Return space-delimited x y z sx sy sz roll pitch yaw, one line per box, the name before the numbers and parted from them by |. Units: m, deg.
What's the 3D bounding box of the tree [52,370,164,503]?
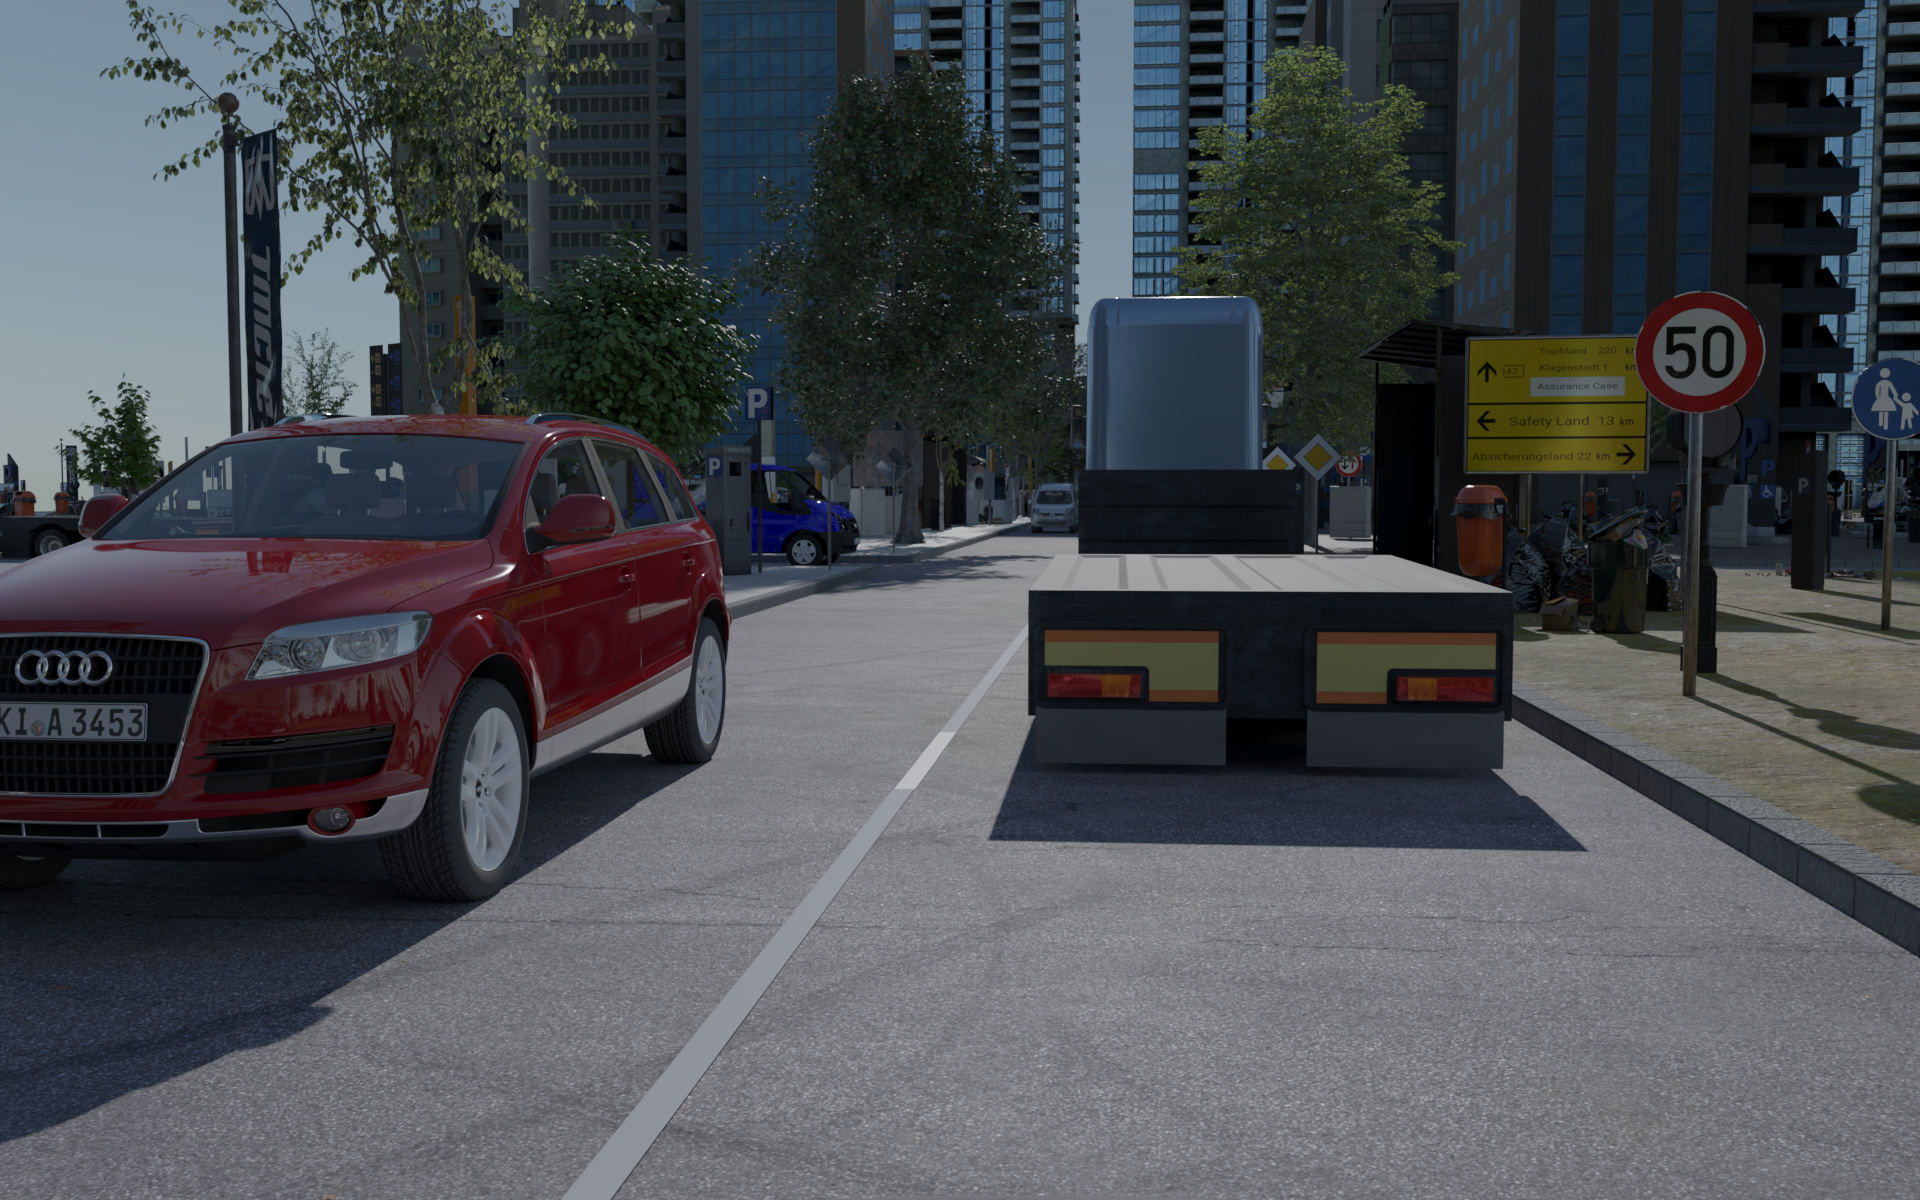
tree | -13.005 -1.993 27.193 1.663 3.219 1.824 0 3 0

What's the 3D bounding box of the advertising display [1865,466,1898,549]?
advertising display | 21.537 -2.159 40.512 0.123 1.923 0.974 0 4 -7

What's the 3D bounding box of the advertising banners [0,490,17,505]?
advertising banners | -41.680 -4.844 75.388 2.074 3.025 0.090 1 4 11

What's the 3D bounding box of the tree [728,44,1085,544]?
tree | -1.315 -7.814 44.769 9.611 12.733 9.660 0 3 0

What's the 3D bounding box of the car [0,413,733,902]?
car | -2.478 0.050 7.857 2.281 1.827 5.304 0 4 6

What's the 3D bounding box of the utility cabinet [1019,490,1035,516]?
utility cabinet | 3.905 -5.707 101.989 1.173 1.500 0.318 -3 5 -43

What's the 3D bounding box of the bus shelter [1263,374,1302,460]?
bus shelter | 9.471 -4.759 55.440 2.179 5.291 8.768 0 4 6

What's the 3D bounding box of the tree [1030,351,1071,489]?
tree | 2.519 -8.072 82.331 4.737 8.622 4.395 0 3 0

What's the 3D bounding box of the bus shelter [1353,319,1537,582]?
bus shelter | 7.191 -2.137 26.231 1.731 3.624 6.357 0 4 6

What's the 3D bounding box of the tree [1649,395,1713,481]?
tree | 27.615 -7.087 66.235 4.737 8.622 4.395 0 3 0

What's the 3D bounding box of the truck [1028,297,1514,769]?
truck | 2.405 -1.724 17.954 2.967 4.110 18.799 0 4 5

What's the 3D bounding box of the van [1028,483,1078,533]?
van | 3.573 -3.526 64.655 2.013 2.044 4.112 0 4 7

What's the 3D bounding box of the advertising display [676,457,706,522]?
advertising display | -4.587 -1.507 29.857 0.974 1.923 0.123 1 4 10

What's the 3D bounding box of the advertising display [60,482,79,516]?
advertising display | -48.289 -5.426 93.928 0.974 1.923 0.123 0 4 7

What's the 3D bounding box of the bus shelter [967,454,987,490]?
bus shelter | 0.454 -5.833 89.297 2.014 3.302 5.546 0 4 6

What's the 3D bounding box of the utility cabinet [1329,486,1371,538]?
utility cabinet | 11.250 -2.521 49.894 1.173 1.500 0.318 3 5 42

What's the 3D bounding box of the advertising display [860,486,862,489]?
advertising display | -5.066 -5.288 91.680 0.123 1.923 0.974 -1 4 -22

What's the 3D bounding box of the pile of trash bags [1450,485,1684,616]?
pile of trash bags | 6.344 -0.543 18.633 3.447 1.369 1.912 -3 5 -44

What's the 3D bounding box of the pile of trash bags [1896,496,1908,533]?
pile of trash bags | 29.966 -2.719 54.215 1.912 1.369 3.447 -1 4 -10

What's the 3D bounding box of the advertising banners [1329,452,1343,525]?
advertising banners | 15.439 -4.570 70.907 0.090 3.025 2.074 2 4 27

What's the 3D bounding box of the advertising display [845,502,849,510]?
advertising display | -6.712 -5.994 103.220 0.123 1.923 0.974 -1 4 -10

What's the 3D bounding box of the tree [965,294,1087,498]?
tree | 4.764 -11.918 105.230 12.009 13.543 11.850 0 3 0

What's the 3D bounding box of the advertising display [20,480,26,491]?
advertising display | -42.647 -4.505 78.870 0.123 1.923 0.974 -2 4 -34

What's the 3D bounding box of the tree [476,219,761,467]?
tree | -4.080 -2.271 20.846 4.285 4.588 4.351 0 3 0

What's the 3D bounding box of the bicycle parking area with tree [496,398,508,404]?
bicycle parking area with tree | -11.143 -3.927 51.214 8.231 4.147 9.016 1 4 20

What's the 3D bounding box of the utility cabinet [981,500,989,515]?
utility cabinet | 1.129 -4.406 83.195 1.020 1.237 0.306 0 4 6

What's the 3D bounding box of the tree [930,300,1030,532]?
tree | -0.376 -6.609 58.419 4.737 8.622 4.395 0 3 0

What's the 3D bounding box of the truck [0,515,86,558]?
truck | -23.987 -2.790 35.368 18.799 4.110 2.967 0 4 5

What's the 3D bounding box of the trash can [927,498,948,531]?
trash can | -0.778 -3.015 60.945 0.748 1.137 0.748 0 3 0

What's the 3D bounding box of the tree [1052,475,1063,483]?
tree | 8.733 -9.698 153.171 1.663 3.219 1.824 0 3 0

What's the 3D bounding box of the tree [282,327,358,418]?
tree | -28.526 -7.673 75.812 4.737 8.622 4.395 0 3 0

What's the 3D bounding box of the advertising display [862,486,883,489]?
advertising display | -4.400 -5.064 88.013 0.974 1.923 0.123 1 4 22

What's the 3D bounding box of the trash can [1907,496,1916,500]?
trash can | 58.595 -5.812 106.676 0.748 1.137 0.748 0 3 0

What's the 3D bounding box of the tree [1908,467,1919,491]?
tree | 36.185 -4.270 64.408 1.663 3.219 1.824 0 3 0

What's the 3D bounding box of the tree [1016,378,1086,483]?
tree | 7.406 -12.207 134.002 8.767 10.594 7.601 3 5 44

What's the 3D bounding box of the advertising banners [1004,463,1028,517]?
advertising banners | 3.180 -6.233 98.099 0.090 3.025 2.074 -3 5 -41

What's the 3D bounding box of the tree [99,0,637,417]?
tree | -4.566 -3.921 14.474 4.360 8.622 3.978 0 3 0

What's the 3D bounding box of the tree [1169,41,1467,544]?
tree | 8.994 -7.735 44.587 7.486 12.596 7.792 0 3 0

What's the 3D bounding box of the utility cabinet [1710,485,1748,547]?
utility cabinet | 18.150 -2.001 41.396 1.173 1.500 0.318 3 5 41

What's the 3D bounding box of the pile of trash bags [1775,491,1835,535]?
pile of trash bags | 26.287 -2.776 55.144 3.447 1.369 1.912 -1 4 -11

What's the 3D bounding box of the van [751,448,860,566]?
van | -4.572 -1.799 33.791 5.245 2.365 2.240 0 4 7

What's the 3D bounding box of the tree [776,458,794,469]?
tree | -9.580 -6.046 93.457 1.663 3.219 1.824 0 3 0

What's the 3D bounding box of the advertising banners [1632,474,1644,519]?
advertising banners | 24.190 -4.016 61.843 0.090 3.025 2.074 1 4 11

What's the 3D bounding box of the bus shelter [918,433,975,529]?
bus shelter | -0.510 -4.607 66.610 1.731 3.624 6.357 0 4 5

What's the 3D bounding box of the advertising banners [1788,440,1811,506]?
advertising banners | 27.739 -3.733 57.219 0.090 3.025 2.074 1 4 9

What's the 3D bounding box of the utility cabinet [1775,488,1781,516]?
utility cabinet | 27.240 -3.070 58.865 1.173 1.500 0.318 0 4 0

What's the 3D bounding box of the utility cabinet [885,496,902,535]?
utility cabinet | -2.111 -2.685 55.063 1.020 1.237 0.306 -1 4 -22

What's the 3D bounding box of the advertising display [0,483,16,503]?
advertising display | -56.470 -5.959 102.648 0.974 1.923 0.123 0 4 -1
